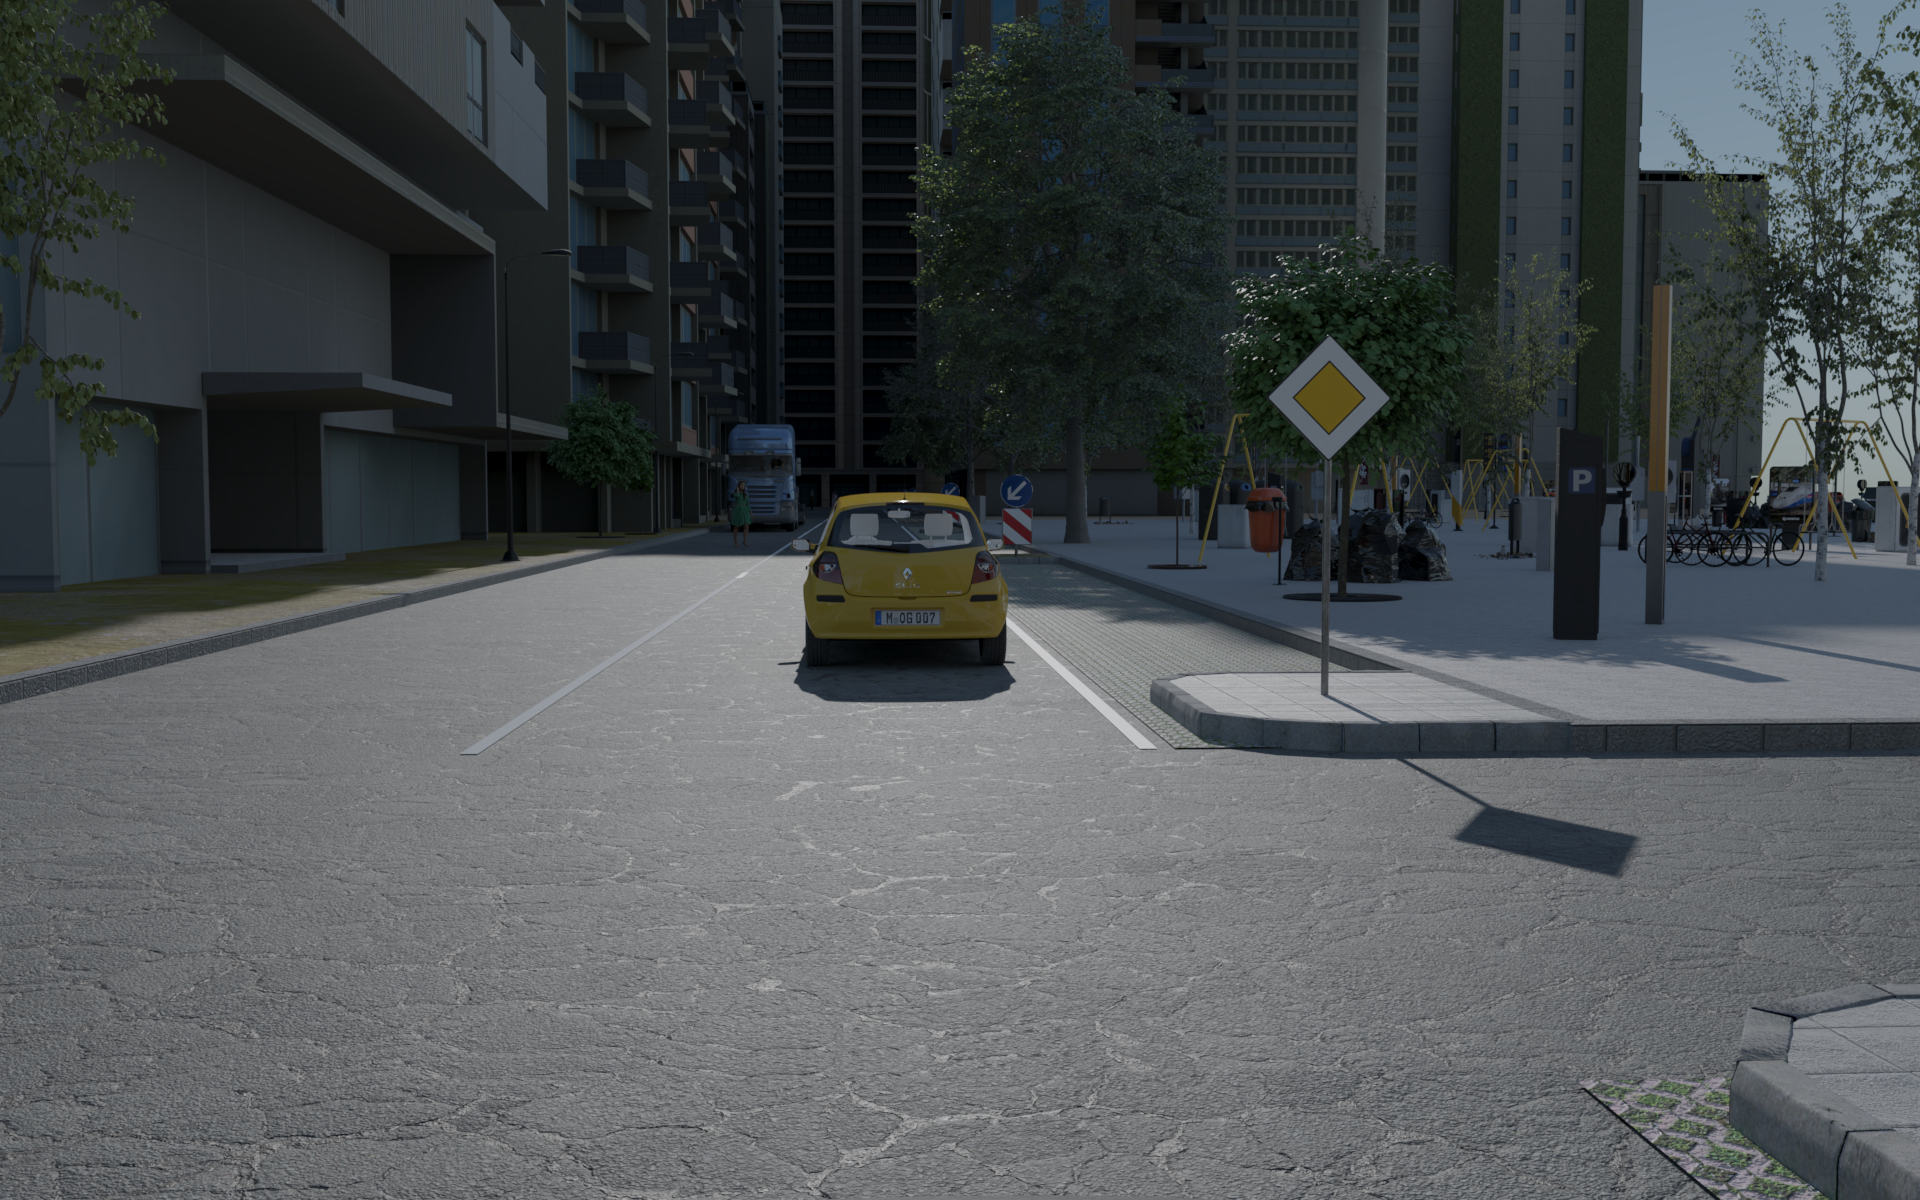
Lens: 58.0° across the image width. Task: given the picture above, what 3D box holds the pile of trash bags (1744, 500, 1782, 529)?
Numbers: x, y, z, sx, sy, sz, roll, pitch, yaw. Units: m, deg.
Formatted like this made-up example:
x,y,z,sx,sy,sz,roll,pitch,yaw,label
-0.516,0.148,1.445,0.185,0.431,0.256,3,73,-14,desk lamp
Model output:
x,y,z,sx,sy,sz,roll,pitch,yaw,label
31.078,-3.344,64.432,3.447,1.369,1.912,0,4,5,pile of trash bags

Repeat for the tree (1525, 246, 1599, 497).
x,y,z,sx,sy,sz,roll,pitch,yaw,label
16.648,-6.178,51.374,4.360,8.622,3.978,0,3,0,tree

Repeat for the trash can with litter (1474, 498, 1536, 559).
x,y,z,sx,sy,sz,roll,pitch,yaw,label
10.983,-1.459,34.912,1.678,1.210,2.233,2,4,32,trash can with litter

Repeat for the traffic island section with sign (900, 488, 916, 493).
x,y,z,sx,sy,sz,roll,pitch,yaw,label
-4.630,-8.032,139.947,1.989,1.847,2.006,0,4,-3,traffic island section with sign

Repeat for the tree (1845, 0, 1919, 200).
x,y,z,sx,sy,sz,roll,pitch,yaw,label
10.568,-3.993,15.641,4.737,8.622,4.395,0,3,0,tree

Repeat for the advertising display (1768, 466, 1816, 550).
x,y,z,sx,sy,sz,roll,pitch,yaw,label
19.176,-2.124,39.937,0.974,1.923,0.123,3,5,40,advertising display

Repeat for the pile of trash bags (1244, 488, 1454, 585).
x,y,z,sx,sy,sz,roll,pitch,yaw,label
5.532,-0.960,25.442,3.447,1.369,1.912,-2,4,-35,pile of trash bags

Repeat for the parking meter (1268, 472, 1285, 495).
x,y,z,sx,sy,sz,roll,pitch,yaw,label
8.301,-2.433,45.491,0.399,1.863,0.255,2,4,34,parking meter

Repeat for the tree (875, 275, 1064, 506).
x,y,z,sx,sy,sz,roll,pitch,yaw,label
0.428,-10.412,87.247,9.611,12.733,9.660,0,3,0,tree

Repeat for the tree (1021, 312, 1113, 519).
x,y,z,sx,sy,sz,roll,pitch,yaw,label
4.350,-6.911,63.359,4.737,8.622,4.395,0,3,0,tree

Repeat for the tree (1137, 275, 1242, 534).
x,y,z,sx,sy,sz,roll,pitch,yaw,label
7.379,-6.443,55.713,4.360,8.622,3.978,0,3,0,tree

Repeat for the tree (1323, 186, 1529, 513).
x,y,z,sx,sy,sz,roll,pitch,yaw,label
10.450,-5.568,41.392,4.360,8.622,3.978,0,3,0,tree

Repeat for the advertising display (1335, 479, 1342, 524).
x,y,z,sx,sy,sz,roll,pitch,yaw,label
16.434,-4.232,74.406,0.123,1.923,0.974,3,5,43,advertising display

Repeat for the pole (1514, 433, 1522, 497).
x,y,z,sx,sy,sz,roll,pitch,yaw,label
18.639,-3.917,57.892,0.158,3.312,0.155,0,3,0,pole

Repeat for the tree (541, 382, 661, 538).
x,y,z,sx,sy,sz,roll,pitch,yaw,label
-10.537,-4.105,50.826,4.285,4.588,4.351,0,3,0,tree

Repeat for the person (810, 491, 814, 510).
x,y,z,sx,sy,sz,roll,pitch,yaw,label
-13.527,-9.045,157.116,0.721,1.736,1.217,-1,4,-10,person

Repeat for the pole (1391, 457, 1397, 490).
x,y,z,sx,sy,sz,roll,pitch,yaw,label
13.091,-3.572,52.238,0.158,3.312,0.155,0,3,0,pole

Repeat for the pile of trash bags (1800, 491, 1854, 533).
x,y,z,sx,sy,sz,roll,pitch,yaw,label
28.714,-2.932,57.693,1.912,1.369,3.447,2,4,30,pile of trash bags

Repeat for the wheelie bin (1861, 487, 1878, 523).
x,y,z,sx,sy,sz,roll,pitch,yaw,label
40.850,-4.259,77.537,0.980,1.594,0.693,3,5,39,wheelie bin

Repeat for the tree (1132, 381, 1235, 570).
x,y,z,sx,sy,sz,roll,pitch,yaw,label
3.741,-2.145,29.665,1.663,3.219,1.824,0,3,0,tree

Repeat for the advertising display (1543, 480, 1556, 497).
x,y,z,sx,sy,sz,roll,pitch,yaw,label
28.104,-4.700,82.060,0.974,1.923,0.123,0,4,3,advertising display

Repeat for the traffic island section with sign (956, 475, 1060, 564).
x,y,z,sx,sy,sz,roll,pitch,yaw,label
1.006,-1.671,35.949,1.989,1.847,2.006,0,4,-3,traffic island section with sign

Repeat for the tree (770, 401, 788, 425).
x,y,z,sx,sy,sz,roll,pitch,yaw,label
-15.270,-11.194,133.379,4.360,8.622,3.978,0,3,0,tree

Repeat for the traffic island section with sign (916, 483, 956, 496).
x,y,z,sx,sy,sz,roll,pitch,yaw,label
-0.490,-3.353,63.456,1.989,1.847,2.006,0,4,-3,traffic island section with sign

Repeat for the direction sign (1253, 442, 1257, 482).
x,y,z,sx,sy,sz,roll,pitch,yaw,label
10.399,-4.228,61.128,0.379,3.537,0.876,1,4,17,direction sign

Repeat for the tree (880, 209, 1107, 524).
x,y,z,sx,sy,sz,roll,pitch,yaw,label
2.210,-9.972,73.411,12.009,13.543,11.850,0,3,0,tree

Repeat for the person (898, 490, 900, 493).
x,y,z,sx,sy,sz,roll,pitch,yaw,label
-4.592,-7.513,132.061,1.217,1.743,0.721,-1,4,-20,person

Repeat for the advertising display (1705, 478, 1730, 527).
x,y,z,sx,sy,sz,roll,pitch,yaw,label
29.478,-3.804,67.413,0.974,1.923,0.123,0,4,-7,advertising display

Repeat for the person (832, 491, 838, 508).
x,y,z,sx,sy,sz,roll,pitch,yaw,label
-11.734,-9.354,162.107,0.621,1.740,0.551,2,4,25,person

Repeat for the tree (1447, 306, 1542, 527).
x,y,z,sx,sy,sz,roll,pitch,yaw,label
20.517,-7.134,67.009,4.737,8.622,4.395,0,3,0,tree

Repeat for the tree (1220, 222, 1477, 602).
x,y,z,sx,sy,sz,roll,pitch,yaw,label
4.644,-2.284,21.056,4.285,4.588,4.351,0,3,0,tree

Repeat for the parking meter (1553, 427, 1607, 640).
x,y,z,sx,sy,sz,roll,pitch,yaw,label
5.464,-0.585,15.270,0.399,1.863,0.255,1,4,10,parking meter

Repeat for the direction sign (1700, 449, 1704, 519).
x,y,z,sx,sy,sz,roll,pitch,yaw,label
37.467,-5.854,87.717,0.379,3.537,0.876,0,4,5,direction sign

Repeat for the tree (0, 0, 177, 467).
x,y,z,sx,sy,sz,roll,pitch,yaw,label
-8.633,-3.946,14.884,4.737,8.622,4.395,0,3,0,tree

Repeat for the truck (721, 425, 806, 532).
x,y,z,sx,sy,sz,roll,pitch,yaw,label
-7.952,-5.082,72.845,2.967,4.110,18.799,0,4,-4,truck

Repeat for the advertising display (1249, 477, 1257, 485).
x,y,z,sx,sy,sz,roll,pitch,yaw,label
10.911,-3.628,64.527,0.123,1.923,0.974,1,4,19,advertising display

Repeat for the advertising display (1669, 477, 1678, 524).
x,y,z,sx,sy,sz,roll,pitch,yaw,label
25.881,-3.580,63.753,0.974,1.923,0.123,0,4,8,advertising display

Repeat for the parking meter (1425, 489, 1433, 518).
x,y,z,sx,sy,sz,roll,pitch,yaw,label
23.359,-4.760,86.230,0.372,1.533,0.369,0,3,0,parking meter

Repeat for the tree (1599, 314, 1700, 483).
x,y,z,sx,sy,sz,roll,pitch,yaw,label
28.787,-7.417,71.636,4.737,8.622,4.395,0,3,0,tree

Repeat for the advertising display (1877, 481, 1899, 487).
x,y,z,sx,sy,sz,roll,pitch,yaw,label
45.057,-4.827,84.142,0.123,1.923,0.974,-2,4,-32,advertising display

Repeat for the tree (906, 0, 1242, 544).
x,y,z,sx,sy,sz,roll,pitch,yaw,label
3.075,-8.443,44.693,9.857,13.997,8.962,0,3,0,tree

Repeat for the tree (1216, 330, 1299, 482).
x,y,z,sx,sy,sz,roll,pitch,yaw,label
12.802,-7.565,74.049,4.737,8.622,4.395,0,3,0,tree

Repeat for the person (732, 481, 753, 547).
x,y,z,sx,sy,sz,roll,pitch,yaw,label
-5.930,-2.336,46.948,0.600,1.795,0.529,-3,5,-43,person

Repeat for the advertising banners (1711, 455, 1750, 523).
x,y,z,sx,sy,sz,roll,pitch,yaw,label
34.153,-4.935,76.876,0.090,3.025,2.074,-2,4,-29,advertising banners

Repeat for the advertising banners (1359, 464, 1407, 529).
x,y,z,sx,sy,sz,roll,pitch,yaw,label
12.201,-3.305,50.227,0.090,3.025,2.074,-2,4,-29,advertising banners

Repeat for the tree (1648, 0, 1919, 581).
x,y,z,sx,sy,sz,roll,pitch,yaw,label
12.506,-4.589,25.395,4.360,8.622,3.978,0,3,0,tree

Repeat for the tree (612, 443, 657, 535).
x,y,z,sx,sy,sz,roll,pitch,yaw,label
-10.098,-3.694,54.994,1.663,3.219,1.824,0,3,0,tree

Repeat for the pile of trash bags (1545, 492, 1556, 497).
x,y,z,sx,sy,sz,roll,pitch,yaw,label
28.688,-4.284,79.798,3.447,1.369,1.912,2,4,25,pile of trash bags

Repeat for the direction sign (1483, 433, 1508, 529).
x,y,z,sx,sy,sz,roll,pitch,yaw,label
19.745,-4.399,63.913,0.876,3.537,0.379,0,3,0,direction sign

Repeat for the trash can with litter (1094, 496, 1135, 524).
x,y,z,sx,sy,sz,roll,pitch,yaw,label
6.609,-3.858,74.134,2.233,1.210,1.678,-2,4,-25,trash can with litter

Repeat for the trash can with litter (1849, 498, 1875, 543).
x,y,z,sx,sy,sz,roll,pitch,yaw,label
24.103,-2.107,45.843,0.624,1.170,1.055,-2,4,-25,trash can with litter

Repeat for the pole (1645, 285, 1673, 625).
x,y,z,sx,sy,sz,roll,pitch,yaw,label
6.871,-1.418,17.027,0.158,3.312,0.155,0,3,0,pole
